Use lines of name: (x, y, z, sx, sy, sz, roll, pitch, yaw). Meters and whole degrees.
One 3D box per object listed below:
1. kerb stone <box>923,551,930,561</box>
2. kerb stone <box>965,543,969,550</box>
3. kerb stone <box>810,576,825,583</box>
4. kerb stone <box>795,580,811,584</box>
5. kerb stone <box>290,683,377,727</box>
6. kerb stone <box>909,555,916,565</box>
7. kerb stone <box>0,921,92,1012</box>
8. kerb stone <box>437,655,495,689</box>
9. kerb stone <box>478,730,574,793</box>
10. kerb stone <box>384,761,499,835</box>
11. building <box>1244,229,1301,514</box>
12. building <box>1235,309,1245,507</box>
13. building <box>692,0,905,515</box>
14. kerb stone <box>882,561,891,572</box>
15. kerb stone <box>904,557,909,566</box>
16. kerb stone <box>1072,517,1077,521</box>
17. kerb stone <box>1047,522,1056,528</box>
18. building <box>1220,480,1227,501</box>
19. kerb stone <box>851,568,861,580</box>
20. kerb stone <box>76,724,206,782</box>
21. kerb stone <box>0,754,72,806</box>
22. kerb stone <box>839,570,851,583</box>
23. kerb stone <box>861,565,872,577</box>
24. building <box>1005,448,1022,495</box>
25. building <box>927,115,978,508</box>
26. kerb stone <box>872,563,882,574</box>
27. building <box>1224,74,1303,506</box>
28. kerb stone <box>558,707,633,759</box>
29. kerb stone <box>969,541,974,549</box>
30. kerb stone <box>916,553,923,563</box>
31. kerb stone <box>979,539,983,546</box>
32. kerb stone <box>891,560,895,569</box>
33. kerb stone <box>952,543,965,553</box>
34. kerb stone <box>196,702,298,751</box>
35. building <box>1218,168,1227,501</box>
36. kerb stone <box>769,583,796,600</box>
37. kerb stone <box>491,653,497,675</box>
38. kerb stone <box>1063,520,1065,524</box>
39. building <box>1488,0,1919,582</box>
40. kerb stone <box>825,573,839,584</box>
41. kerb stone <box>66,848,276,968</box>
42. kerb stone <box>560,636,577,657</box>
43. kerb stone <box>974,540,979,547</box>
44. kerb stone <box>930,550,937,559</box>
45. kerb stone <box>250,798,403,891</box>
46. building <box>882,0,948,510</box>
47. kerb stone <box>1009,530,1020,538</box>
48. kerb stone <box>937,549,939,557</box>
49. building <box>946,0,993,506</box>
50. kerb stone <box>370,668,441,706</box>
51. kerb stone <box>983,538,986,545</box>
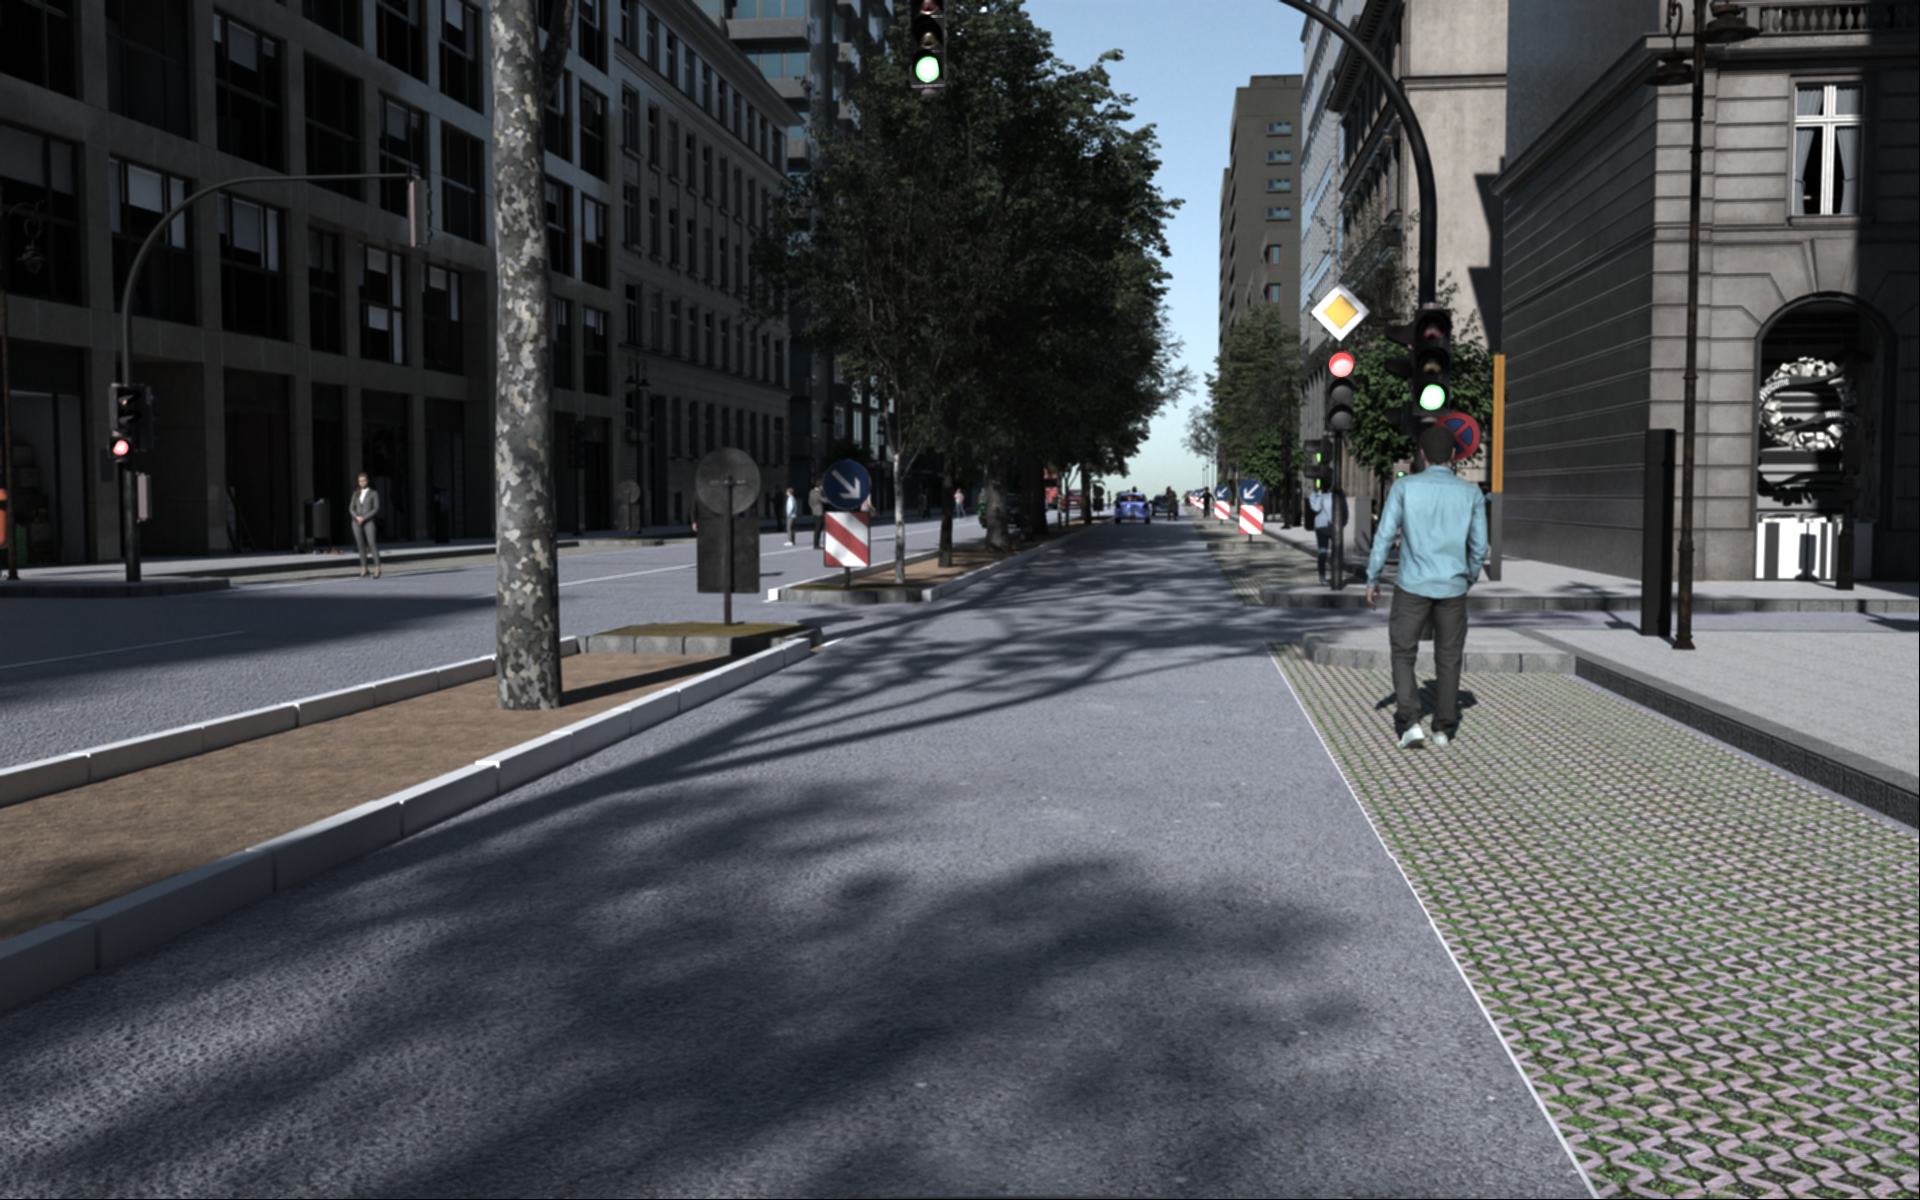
kerb stone: (-0.820, -0.909, 37.064, 0.120, 0.150, 1.000, 0, 4, 7)
kerb stone: (0.056, -1.340, 44.177, 0.120, 0.150, 1.000, 0, 4, 7)
kerb stone: (-2.213, -0.224, 25.858, 0.120, 0.150, 1.000, 0, 4, 7)
kerb stone: (-2.335, -0.162, 24.838, 0.120, 0.150, 1.000, 0, 4, 7)
kerb stone: (-4.036, 0.680, 11.081, 0.120, 0.150, 1.000, 0, 4, 7)
kerb stone: (-1.074, -0.784, 35.026, 0.120, 0.150, 1.000, 0, 4, 7)
kerb stone: (-2.722, 1.071, 4.718, 0.120, 0.150, 1.000, 0, 4, 7)
kerb stone: (-3.792, 0.560, 13.117, 0.120, 0.150, 1.000, 0, 4, 7)
kerb stone: (-2.204, 0.819, 8.798, 0.120, 0.150, 1.000, 0, 4, 7)
kerb stone: (-2.331, 0.888, 7.767, 0.120, 0.150, 1.000, 0, 4, 7)
building: (35.506, -17.181, 125.949, 27.650, 21.520, 28.899, 0, 4, 7)
building: (39.125, -18.931, 154.566, 27.650, 21.520, 28.899, 0, 4, 7)
building: (-16.760, -30.369, 116.139, 23.786, 49.044, 30.456, 0, 4, 7)
kerb stone: (-1.460, -0.597, 31.961, 0.120, 0.150, 1.000, 0, 4, 7)
kerb stone: (-1.197, -0.718, 34.007, 0.120, 0.150, 1.000, 0, 4, 7)
kerb stone: (5.989, -4.269, 91.992, 0.120, 0.150, 1.000, 0, 4, 7)
kerb stone: (3.975, -3.272, 75.718, 0.120, 0.150, 1.000, 0, 4, 7)
building: (49.668, -32.302, 220.020, 32.217, 40.220, 23.993, 0, 4, 7)
kerb stone: (-1.838, -0.410, 28.905, 0.120, 0.150, 1.000, 0, 4, 7)
kerb stone: (-4.291, 0.804, 9.051, 0.120, 0.150, 1.000, 0, 4, 7)
kerb stone: (-4.412, 0.866, 8.031, 0.120, 0.150, 1.000, 0, 4, 7)
kerb stone: (-1.956, -0.348, 27.890, 0.120, 0.150, 1.000, 0, 4, 7)
kerb stone: (-1.709, -0.473, 29.925, 0.120, 0.150, 1.000, 0, 4, 7)
building: (1.097, -33.020, 223.465, 14.154, 41.232, 14.086, 0, 4, 7)
building: (-6.052, -29.503, 165.968, 14.154, 41.232, 14.086, 0, 4, 7)
kerb stone: (-1.584, -0.534, 30.946, 0.120, 0.150, 1.000, 0, 4, 7)
building: (41.634, -35.052, 196.806, 21.300, 48.544, 21.600, 0, 4, 7)
kerb stone: (-2.084, 0.757, 9.817, 0.120, 0.150, 1.000, 0, 4, 7)
kerb stone: (0.190, -1.403, 45.190, 0.120, 0.150, 1.000, 0, 4, 7)
kerb stone: (-0.948, -0.843, 36.040, 0.120, 0.150, 1.000, 0, 4, 7)
kerb stone: (0.438, -1.525, 47.223, 0.120, 0.150, 1.000, 0, 4, 7)
kerb stone: (-1.332, -0.659, 32.982, 0.120, 0.150, 1.000, 0, 4, 7)
kerb stone: (-0.066, -1.279, 43.152, 0.120, 0.150, 1.000, 0, 4, 7)
kerb stone: (-4.174, 0.744, 10.068, 0.120, 0.150, 1.000, 0, 4, 7)
building: (47.363, -37.876, 242.978, 21.300, 48.544, 21.600, 0, 4, 7)
kerb stone: (-2.456, -0.094, 23.818, 0.120, 0.150, 1.000, 0, 4, 7)
kerb stone: (-3.661, 0.495, 14.143, 0.120, 0.150, 1.000, 0, 4, 7)
kerb stone: (4.728, -3.642, 81.818, 0.120, 0.150, 1.000, 0, 4, 7)
building: (22.202, -11.453, 29.058, 24.055, 21.916, 13.314, 0, 4, 7)
kerb stone: (-2.076, -0.286, 26.873, 0.120, 0.150, 1.000, 0, 4, 7)
kerb stone: (-2.590, 1.008, 5.732, 0.120, 0.150, 1.000, 0, 4, 7)
kerb stone: (-3.528, 0.433, 15.157, 0.120, 0.150, 1.000, 0, 4, 7)
kerb stone: (0.315, -1.465, 46.209, 0.120, 0.150, 1.000, 0, 4, 7)
kerb stone: (-0.693, -0.971, 38.078, 0.120, 0.150, 1.000, 0, 4, 7)
kerb stone: (-2.460, 0.945, 6.748, 0.120, 0.150, 1.000, 0, 4, 7)
building: (-15.679, -34.046, 145.895, 28.713, 52.752, 27.495, 0, 4, 7)
kerb stone: (1.831, -2.217, 58.438, 0.120, 0.150, 1.000, 0, 4, 7)
kerb stone: (-0.575, -1.033, 39.094, 0.120, 0.150, 1.000, 0, 4, 7)
building: (-6.562, -54.283, 200.202, 22.319, 86.520, 31.000, 0, 4, 7)
kerb stone: (-3.915, 0.618, 12.098, 0.120, 0.150, 1.000, 0, 4, 7)
kerb stone: (0.567, -1.593, 48.242, 0.120, 0.150, 1.000, 0, 4, 7)
